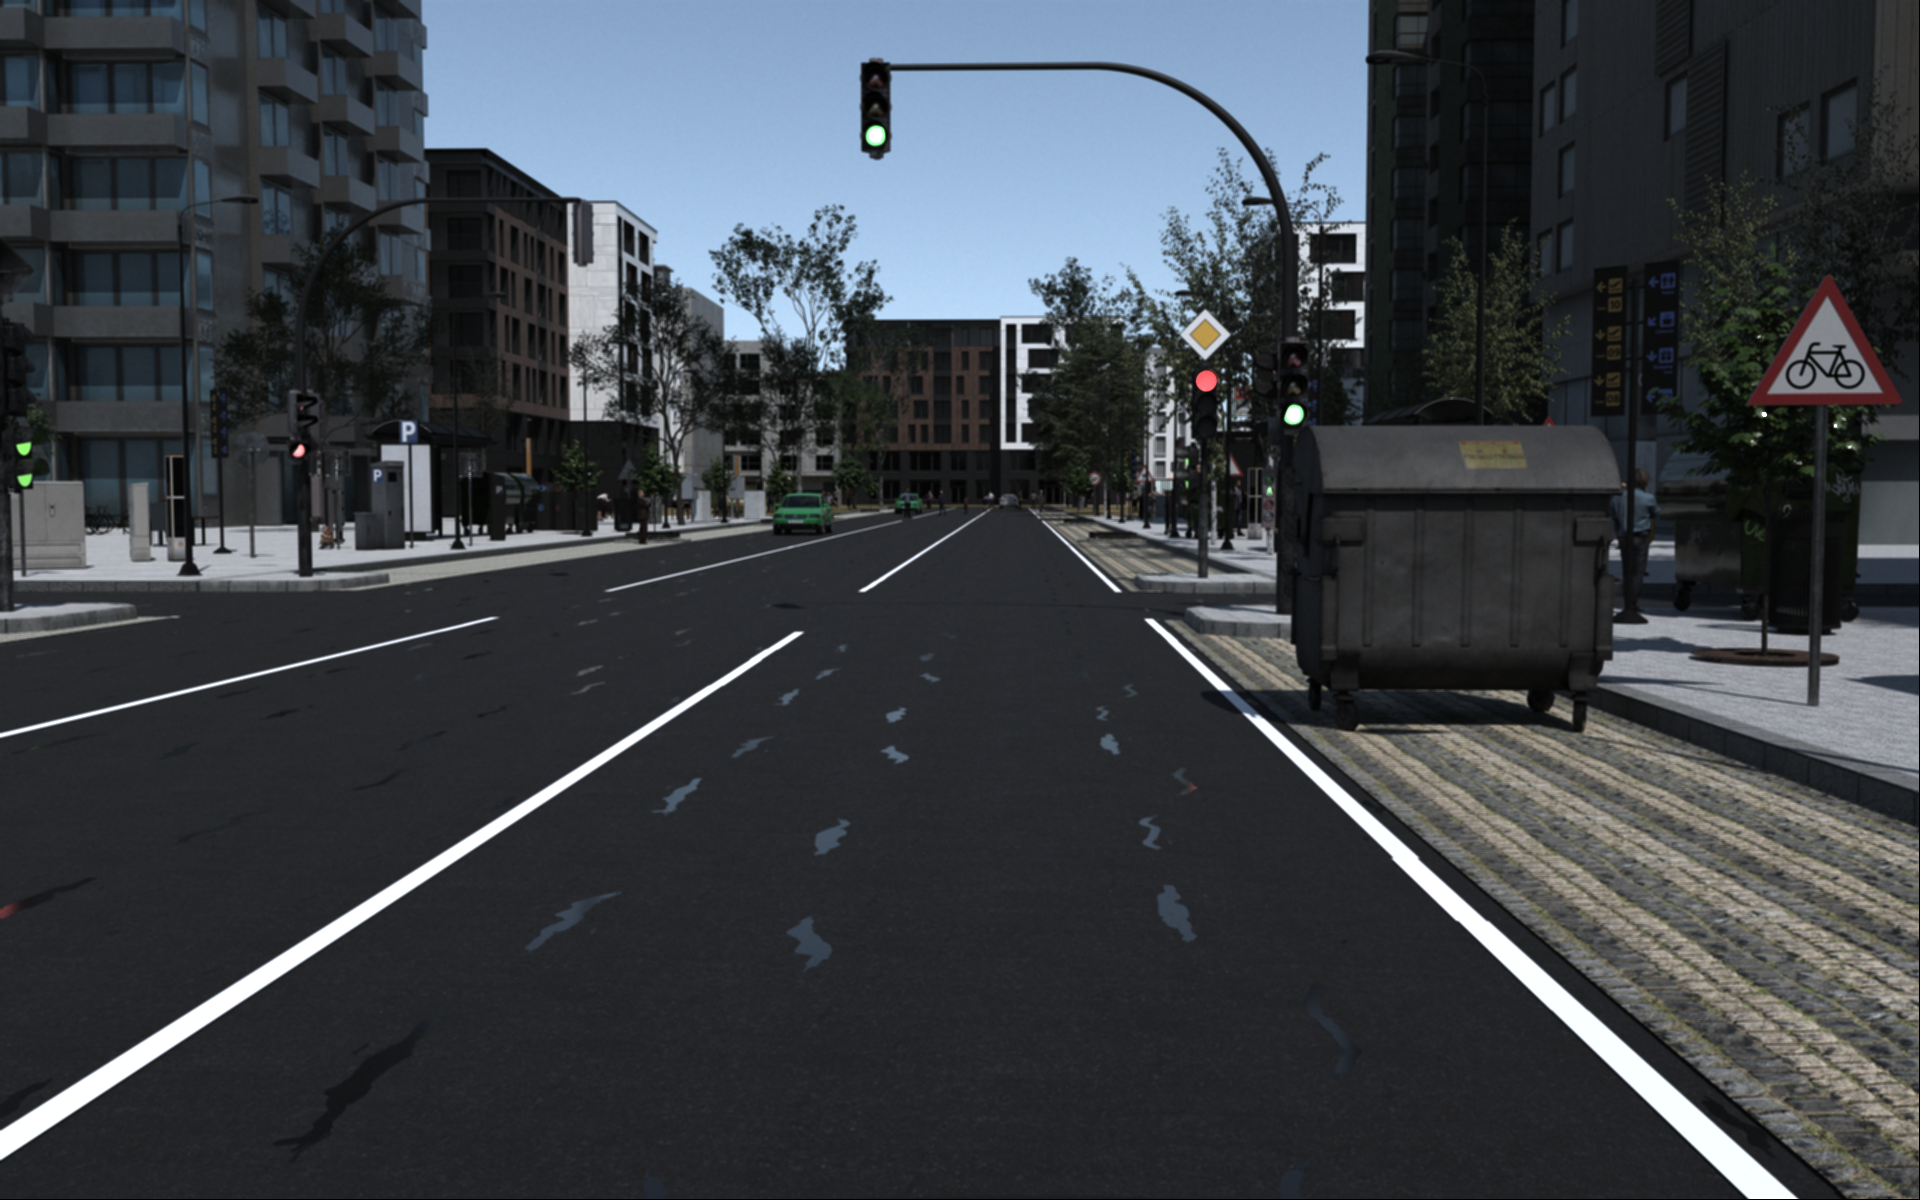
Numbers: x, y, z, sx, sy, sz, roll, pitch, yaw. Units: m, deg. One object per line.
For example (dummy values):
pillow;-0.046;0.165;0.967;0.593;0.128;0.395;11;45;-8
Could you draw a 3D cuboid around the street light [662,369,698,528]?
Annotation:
street light;-10.449;-5.629;64.568;1.470;5.913;1.316;0;4;2

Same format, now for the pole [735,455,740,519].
pole;-11.676;-5.931;90.810;0.158;3.312;0.155;0;3;0

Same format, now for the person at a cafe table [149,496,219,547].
person at a cafe table;-19.452;-1.948;42.708;1.698;1.238;1.726;0;4;-5

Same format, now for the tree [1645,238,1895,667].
tree;6.063;-1.140;13.241;1.663;3.219;1.824;0;3;0

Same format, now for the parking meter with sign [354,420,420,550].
parking meter with sign;-13.298;-2.685;40.164;0.543;3.016;1.738;1;4;23

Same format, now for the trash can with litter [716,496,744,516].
trash can with litter;-13.512;-5.521;101.327;2.233;1.210;1.678;-2;4;-34

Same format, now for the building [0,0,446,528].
building;-37.667;-27.957;76.705;23.786;49.044;30.456;0;4;2

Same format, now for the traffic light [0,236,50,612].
traffic light;-10.390;-1.827;18.787;0.839;4.253;0.868;0;4;2

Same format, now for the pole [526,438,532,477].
pole;-15.698;-4.237;63.124;0.158;3.312;0.155;0;3;0

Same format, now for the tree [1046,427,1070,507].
tree;10.633;-13.764;175.411;4.737;8.622;4.395;0;3;0

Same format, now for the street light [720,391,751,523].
street light;-9.981;-6.397;77.139;1.470;5.913;1.316;0;4;2

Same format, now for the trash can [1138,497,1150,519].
trash can;9.521;-4.747;89.263;0.748;1.137;0.748;0;3;0

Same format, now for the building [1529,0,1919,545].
building;34.521;-28.312;52.141;27.495;52.752;28.713;0;4;2

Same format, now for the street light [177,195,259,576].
street light;-11.598;-3.336;27.085;1.470;5.913;1.316;0;4;2

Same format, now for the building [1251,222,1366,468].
building;38.276;-18.488;146.260;27.936;21.610;32.646;0;4;2

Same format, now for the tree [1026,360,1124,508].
tree;11.010;-15.699;163.328;9.857;13.997;8.962;0;3;0

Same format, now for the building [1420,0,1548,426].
building;28.319;-18.782;78.794;14.160;30.474;14.107;0;4;2

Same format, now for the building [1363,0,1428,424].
building;28.994;-25.035;92.924;14.154;41.232;14.086;0;4;2

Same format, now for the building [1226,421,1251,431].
building;45.354;-15.951;202.946;28.070;9.664;9.099;0;4;2

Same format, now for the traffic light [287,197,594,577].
traffic light;-8.048;-3.185;26.738;4.771;5.953;1.251;0;4;2

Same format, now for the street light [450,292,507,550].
street light;-11.123;-4.128;40.039;1.470;5.913;1.316;0;4;2

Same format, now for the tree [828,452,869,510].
tree;-8.830;-9.378;137.046;4.285;4.588;4.351;0;3;0

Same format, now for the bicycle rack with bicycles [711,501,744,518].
bicycle rack with bicycles;-12.101;-4.836;92.446;2.925;0.926;2.852;-3;4;-38

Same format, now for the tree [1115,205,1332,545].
tree;6.160;-5.685;43.311;4.737;8.622;4.395;0;3;0

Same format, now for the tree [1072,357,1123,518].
tree;8.047;-8.751;93.436;4.360;8.622;3.978;0;3;0

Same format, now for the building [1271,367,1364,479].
building;27.284;-10.618;115.744;9.099;9.664;28.070;0;4;2

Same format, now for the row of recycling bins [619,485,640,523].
row of recycling bins;-14.932;-4.378;78.697;1.069;1.692;3.534;0;4;-6

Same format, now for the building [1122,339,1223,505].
building;24.690;-21.377;205.932;11.380;20.091;16.016;0;4;2

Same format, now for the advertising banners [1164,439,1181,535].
advertising banners;6.755;-3.591;54.900;0.090;3.025;2.074;1;4;20

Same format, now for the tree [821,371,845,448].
tree;-10.308;-9.895;96.197;8.767;10.594;7.601;0;4;6

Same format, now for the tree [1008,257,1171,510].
tree;10.193;-17.171;136.641;12.611;20.169;13.585;0;3;0

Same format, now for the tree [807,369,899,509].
tree;-9.064;-13.434;145.407;9.928;11.665;9.643;0;3;0

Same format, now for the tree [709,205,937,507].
tree;-8.939;-15.636;111.531;12.611;20.169;13.585;0;3;0

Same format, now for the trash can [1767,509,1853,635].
trash can;7.773;-0.261;15.920;0.748;1.137;0.748;0;3;0

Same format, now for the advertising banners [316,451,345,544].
advertising banners;-15.974;-2.914;43.833;0.090;3.025;2.074;0;4;-2

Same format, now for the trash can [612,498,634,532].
trash can;-11.494;-2.901;59.091;0.748;1.137;0.748;0;3;0

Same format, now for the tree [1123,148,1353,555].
tree;6.311;-5.243;36.080;4.360;8.622;3.978;0;3;0

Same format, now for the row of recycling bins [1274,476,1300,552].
row of recycling bins;7.447;-1.950;38.996;1.069;1.692;3.534;0;4;5

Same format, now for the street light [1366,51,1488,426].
street light;4.955;-2.800;18.315;1.470;5.913;1.316;0;4;2

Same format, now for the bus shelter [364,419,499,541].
bus shelter;-14.998;-3.402;49.553;2.014;3.302;5.546;0;4;2

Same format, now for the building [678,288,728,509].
building;-38.461;-17.792;157.358;31.486;18.905;16.747;0;4;2

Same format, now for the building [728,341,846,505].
building;-29.534;-20.908;208.295;31.486;18.905;16.747;0;4;2

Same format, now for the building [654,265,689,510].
building;-30.873;-17.412;141.100;16.016;20.091;11.380;0;4;2

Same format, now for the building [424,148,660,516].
building;-37.920;-16.839;119.289;27.936;21.610;32.646;0;4;2

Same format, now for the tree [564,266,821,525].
tree;-11.638;-8.352;70.969;8.767;10.594;7.601;-3;5;-43

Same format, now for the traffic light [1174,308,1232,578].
traffic light;3.693;-2.290;26.356;0.839;4.253;0.868;0;4;2

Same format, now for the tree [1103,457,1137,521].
tree;7.919;-5.400;82.886;1.663;3.219;1.824;0;3;0

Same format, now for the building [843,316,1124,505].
building;2.895;-22.586;213.260;32.646;21.610;27.936;0;4;2

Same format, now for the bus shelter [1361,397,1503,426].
bus shelter;10.372;-2.750;38.883;2.014;3.302;5.546;0;4;2

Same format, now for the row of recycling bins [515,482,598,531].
row of recycling bins;-14.203;-3.293;60.956;3.534;1.692;1.069;2;4;28

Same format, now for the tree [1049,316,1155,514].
tree;9.021;-11.781;110.752;7.486;12.596;7.792;0;3;0

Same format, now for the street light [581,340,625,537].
street light;-10.774;-4.878;52.303;1.470;5.913;1.316;0;4;2

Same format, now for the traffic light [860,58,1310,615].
traffic light;1.352;-2.669;18.298;4.771;5.953;1.251;0;4;2

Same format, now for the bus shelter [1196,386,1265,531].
bus shelter;9.673;-5.150;61.827;2.179;5.291;8.768;0;4;2

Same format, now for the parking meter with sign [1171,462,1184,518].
parking meter with sign;12.188;-5.986;94.132;0.543;3.016;1.738;3;5;42
